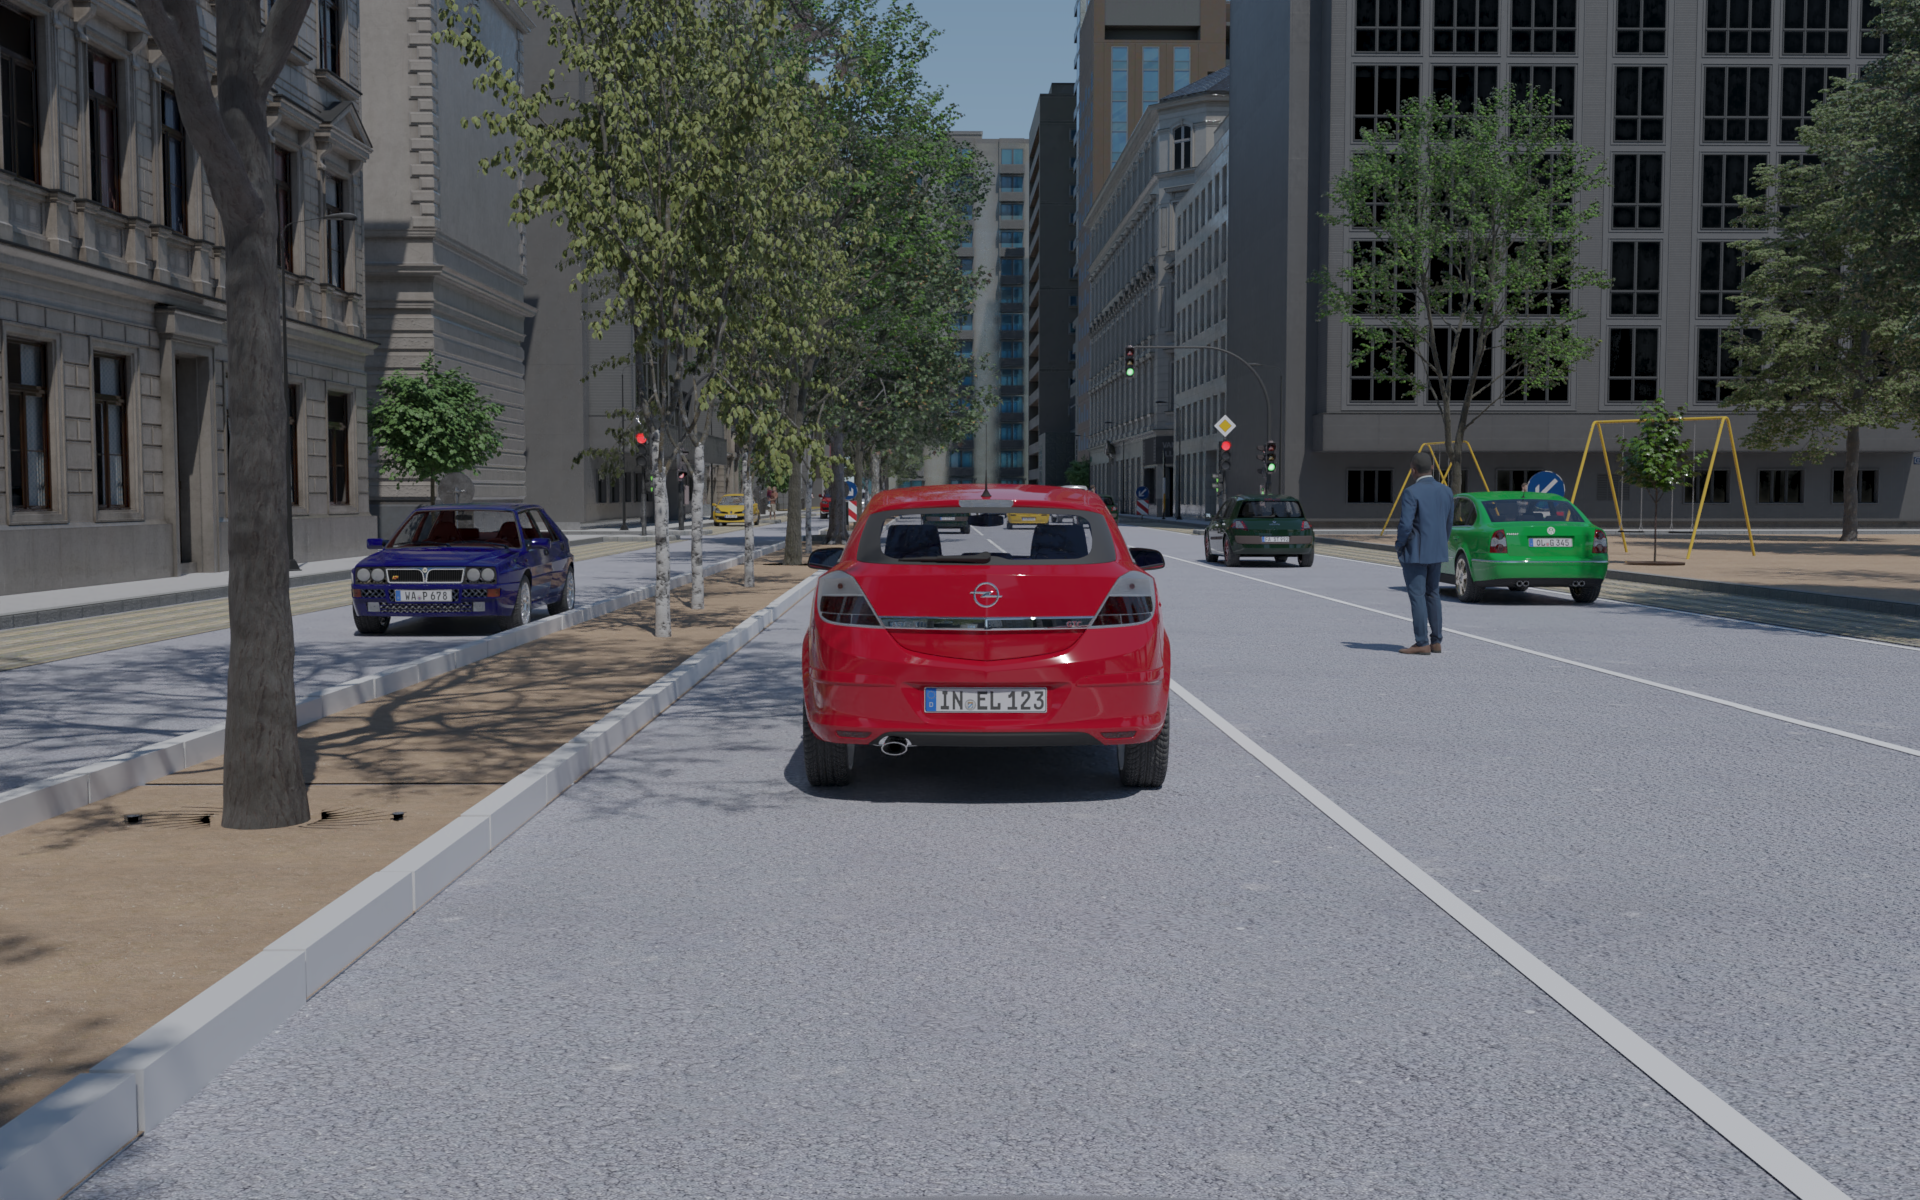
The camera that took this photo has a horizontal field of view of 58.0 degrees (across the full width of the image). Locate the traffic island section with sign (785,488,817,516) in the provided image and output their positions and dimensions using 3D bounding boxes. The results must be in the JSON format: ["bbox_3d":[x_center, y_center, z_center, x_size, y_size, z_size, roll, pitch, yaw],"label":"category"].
[{"bbox_3d":[-10.415,-6.405,113.342,1.989,1.847,2.006,0,4,-1],"label":"traffic island section with sign"}]

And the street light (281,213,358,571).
[{"bbox_3d":[-10.650,-3.438,28.761,1.470,5.913,1.316,0,4,-1],"label":"street light"}]

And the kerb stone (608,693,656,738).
[{"bbox_3d":[-2.003,0.715,10.513,0.120,0.150,1.000,0,4,-1],"label":"kerb stone"}]

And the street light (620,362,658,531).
[{"bbox_3d":[-11.298,-5.404,60.896,1.470,5.913,1.316,0,4,-1],"label":"street light"}]

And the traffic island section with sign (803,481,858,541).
[{"bbox_3d":[-3.780,-2.774,53.488,2.006,1.907,1.989,0,4,-1],"label":"traffic island section with sign"}]

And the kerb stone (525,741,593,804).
[{"bbox_3d":[-1.967,0.846,8.462,0.120,0.150,1.000,0,4,-1],"label":"kerb stone"}]

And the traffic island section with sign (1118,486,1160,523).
[{"bbox_3d":[8.958,-4.790,86.951,1.989,1.847,2.006,0,4,-1],"label":"traffic island section with sign"}]

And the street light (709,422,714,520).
[{"bbox_3d":[-11.734,-6.918,85.646,1.470,5.913,1.316,0,4,-1],"label":"street light"}]

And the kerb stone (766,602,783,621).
[{"bbox_3d":[-2.152,0.154,19.725,0.120,0.150,1.000,0,4,-1],"label":"kerb stone"}]

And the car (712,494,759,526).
[{"bbox_3d":[-10.003,-4.116,77.521,2.015,1.641,3.980,0,4,0],"label":"car"}]

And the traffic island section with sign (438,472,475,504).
[{"bbox_3d":[-9.012,-1.348,30.676,1.989,1.847,2.006,0,4,-1],"label":"traffic island section with sign"}]

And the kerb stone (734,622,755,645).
[{"bbox_3d":[-2.105,0.343,16.646,0.120,0.150,1.000,0,4,-1],"label":"kerb stone"}]

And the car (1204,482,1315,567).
[{"bbox_3d":[6.066,-1.566,35.385,2.009,1.686,4.222,0,4,0],"label":"car"}]

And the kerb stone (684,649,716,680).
[{"bbox_3d":[-2.058,0.527,13.579,0.120,0.150,1.000,0,4,-1],"label":"kerb stone"}]

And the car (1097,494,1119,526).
[{"bbox_3d":[5.683,-3.860,72.905,2.009,1.686,4.222,0,3,0],"label":"car"}]

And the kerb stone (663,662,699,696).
[{"bbox_3d":[-2.038,0.594,12.557,0.120,0.150,1.000,0,4,-1],"label":"kerb stone"}]

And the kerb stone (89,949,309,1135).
[{"bbox_3d":[-1.889,1.091,4.363,0.120,0.150,1.000,0,4,-1],"label":"kerb stone"}]

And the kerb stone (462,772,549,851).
[{"bbox_3d":[-1.946,0.903,7.431,0.120,0.150,1.000,0,4,-1],"label":"kerb stone"}]

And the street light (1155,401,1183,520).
[{"bbox_3d":[10.417,-6.961,86.355,1.470,5.913,1.316,0,4,-1],"label":"street light"}]

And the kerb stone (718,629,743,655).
[{"bbox_3d":[-2.095,0.402,15.624,0.120,0.150,1.000,0,4,-1],"label":"kerb stone"}]

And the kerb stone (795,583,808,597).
[{"bbox_3d":[-2.228,-0.100,23.829,0.120,0.150,1.000,0,4,-1],"label":"kerb stone"}]

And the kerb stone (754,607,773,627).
[{"bbox_3d":[-2.149,0.214,18.700,0.120,0.150,1.000,0,4,-1],"label":"kerb stone"}]

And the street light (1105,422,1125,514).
[{"bbox_3d":[9.957,-8.475,111.105,1.470,5.913,1.316,0,4,-1],"label":"street light"}]

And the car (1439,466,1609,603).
[{"bbox_3d":[7.515,-0.944,24.229,1.959,1.807,4.718,0,4,0],"label":"car"}]

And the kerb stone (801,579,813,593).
[{"bbox_3d":[-2.245,-0.163,24.853,0.120,0.150,1.000,0,4,-1],"label":"kerb stone"}]

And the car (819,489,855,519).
[{"bbox_3d":[-7.030,-5.613,100.446,2.281,1.827,5.304,0,4,-2],"label":"car"}]

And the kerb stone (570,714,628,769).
[{"bbox_3d":[-1.978,0.778,9.483,0.120,0.150,1.000,0,4,-1],"label":"kerb stone"}]

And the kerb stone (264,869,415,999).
[{"bbox_3d":[-1.912,1.028,5.385,0.120,0.150,1.000,0,4,-1],"label":"kerb stone"}]

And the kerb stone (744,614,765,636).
[{"bbox_3d":[-2.123,0.277,17.676,0.120,0.150,1.000,0,4,-1],"label":"kerb stone"}]

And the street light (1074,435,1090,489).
[{"bbox_3d":[9.641,-9.989,135.858,1.470,5.913,1.316,0,4,-1],"label":"street light"}]

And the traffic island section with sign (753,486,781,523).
[{"bbox_3d":[-9.963,-4.756,86.390,1.989,1.847,2.006,0,4,-1],"label":"traffic island section with sign"}]

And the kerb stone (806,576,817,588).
[{"bbox_3d":[-2.267,-0.224,25.882,0.120,0.150,1.000,0,4,-1],"label":"kerb stone"}]

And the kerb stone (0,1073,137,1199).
[{"bbox_3d":[-1.878,1.153,3.341,0.120,0.150,1.000,0,4,-1],"label":"kerb stone"}]

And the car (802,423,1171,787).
[{"bbox_3d":[0.150,-0.056,9.962,2.155,1.783,4.494,0,4,1],"label":"car"}]

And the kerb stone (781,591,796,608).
[{"bbox_3d":[-2.196,0.026,21.775,0.120,0.150,1.000,0,4,-1],"label":"kerb stone"}]

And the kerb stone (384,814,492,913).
[{"bbox_3d":[-1.928,0.970,6.410,0.120,0.150,1.000,0,4,-1],"label":"kerb stone"}]

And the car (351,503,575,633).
[{"bbox_3d":[-5.380,-0.396,19.052,1.945,1.354,3.894,0,4,-2],"label":"car"}]

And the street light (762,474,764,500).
[{"bbox_3d":[-12.119,-8.486,111.294,1.470,5.913,1.316,0,4,-1],"label":"street light"}]

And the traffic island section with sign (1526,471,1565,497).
[{"bbox_3d":[9.923,-1.336,30.472,1.989,1.847,2.006,0,4,-1],"label":"traffic island section with sign"}]

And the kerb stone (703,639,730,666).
[{"bbox_3d":[-2.081,0.468,14.601,0.120,0.150,1.000,0,4,-1],"label":"kerb stone"}]

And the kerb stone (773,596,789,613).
[{"bbox_3d":[-2.178,0.088,20.753,0.120,0.150,1.000,0,4,-1],"label":"kerb stone"}]

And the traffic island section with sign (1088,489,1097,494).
[{"bbox_3d":[8.506,-6.439,113.903,1.989,1.847,2.006,0,4,-1],"label":"traffic island section with sign"}]

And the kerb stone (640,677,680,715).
[{"bbox_3d":[-2.018,0.657,11.535,0.120,0.150,1.000,0,4,-1],"label":"kerb stone"}]

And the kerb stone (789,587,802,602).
[{"bbox_3d":[-2.215,-0.037,22.803,0.120,0.150,1.000,0,4,-1],"label":"kerb stone"}]

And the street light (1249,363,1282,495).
[{"bbox_3d":[10.857,-5.447,61.605,1.470,5.913,1.316,0,4,-1],"label":"street light"}]
